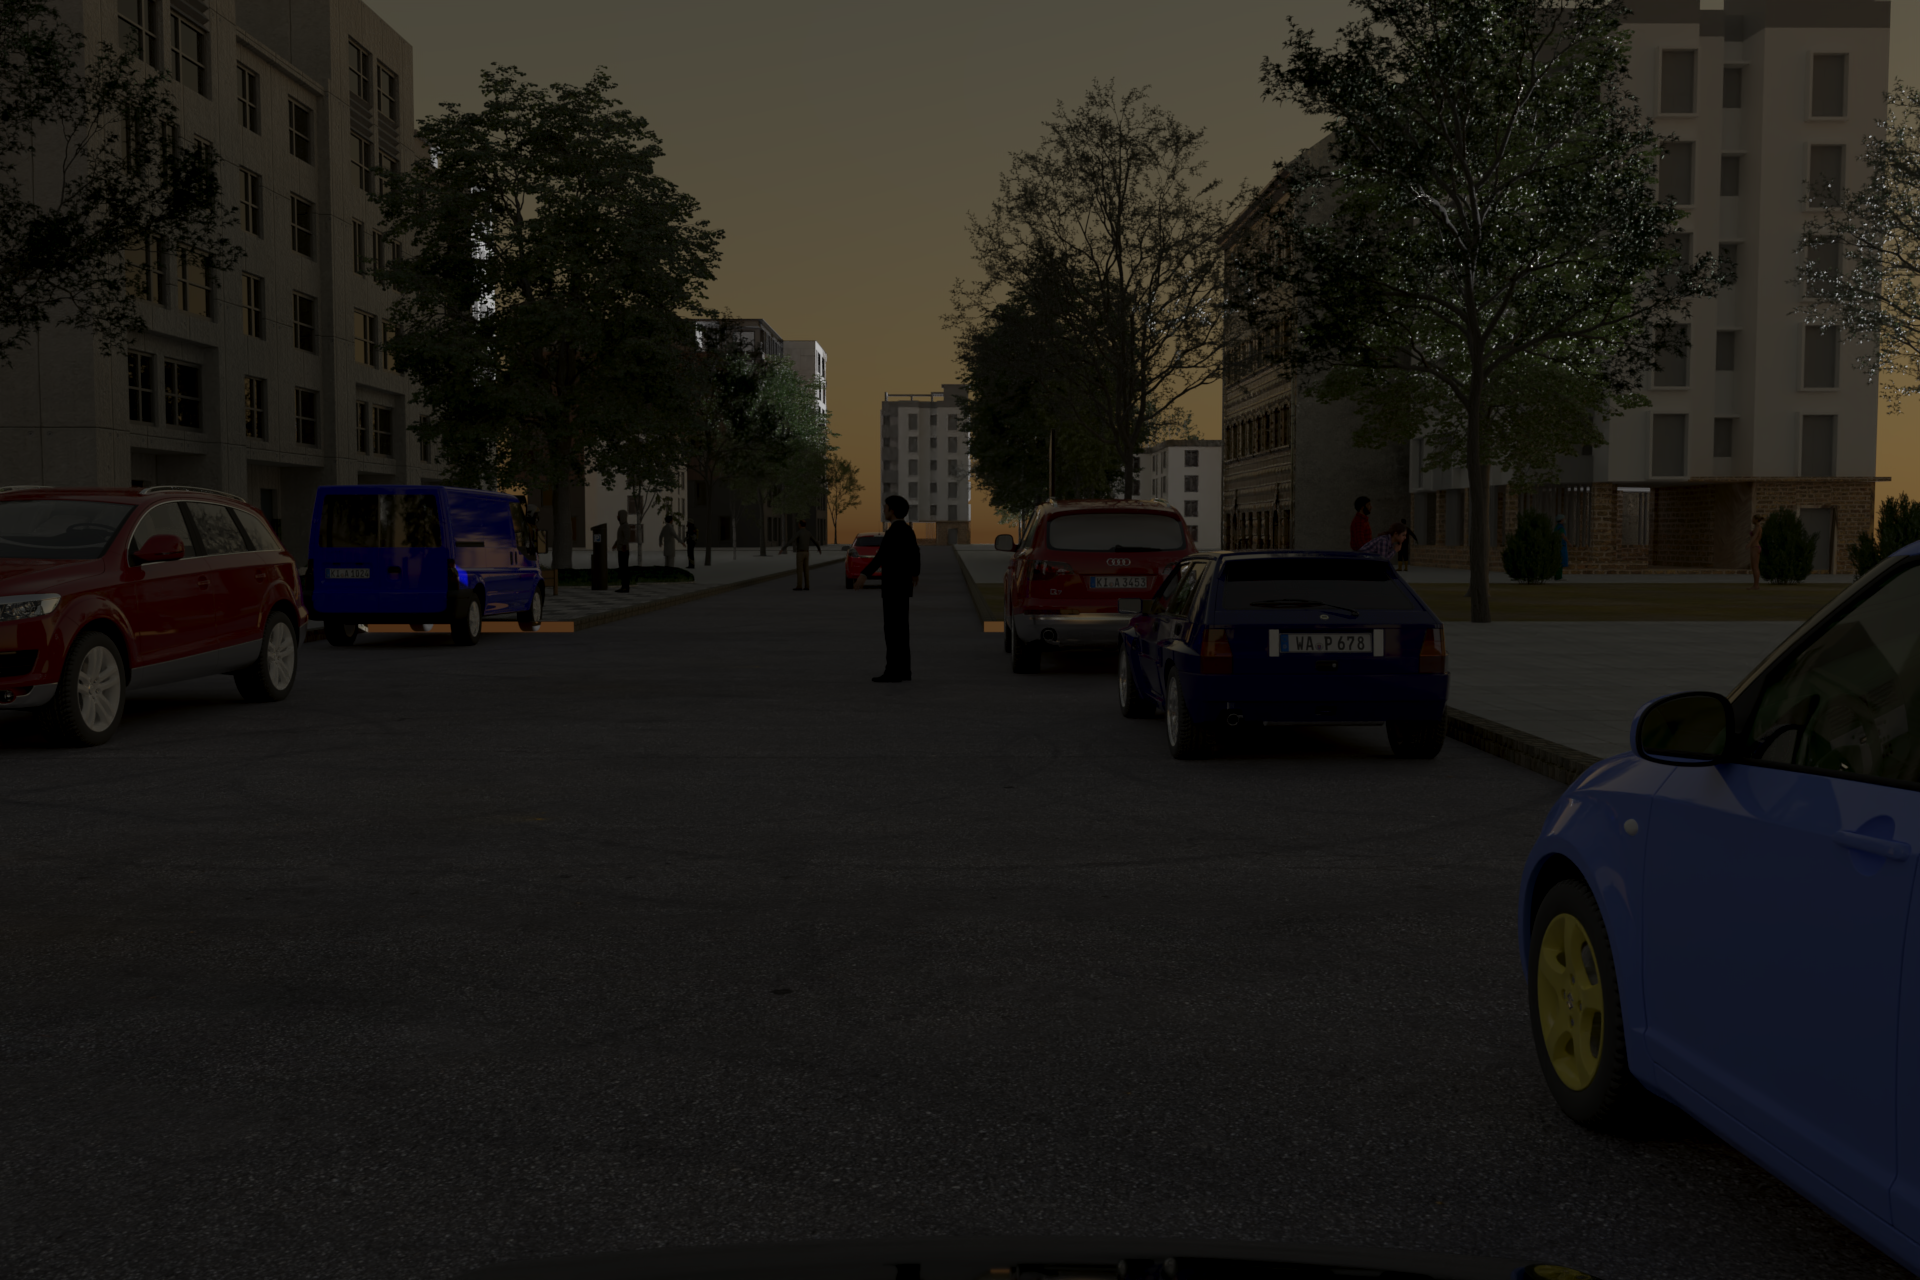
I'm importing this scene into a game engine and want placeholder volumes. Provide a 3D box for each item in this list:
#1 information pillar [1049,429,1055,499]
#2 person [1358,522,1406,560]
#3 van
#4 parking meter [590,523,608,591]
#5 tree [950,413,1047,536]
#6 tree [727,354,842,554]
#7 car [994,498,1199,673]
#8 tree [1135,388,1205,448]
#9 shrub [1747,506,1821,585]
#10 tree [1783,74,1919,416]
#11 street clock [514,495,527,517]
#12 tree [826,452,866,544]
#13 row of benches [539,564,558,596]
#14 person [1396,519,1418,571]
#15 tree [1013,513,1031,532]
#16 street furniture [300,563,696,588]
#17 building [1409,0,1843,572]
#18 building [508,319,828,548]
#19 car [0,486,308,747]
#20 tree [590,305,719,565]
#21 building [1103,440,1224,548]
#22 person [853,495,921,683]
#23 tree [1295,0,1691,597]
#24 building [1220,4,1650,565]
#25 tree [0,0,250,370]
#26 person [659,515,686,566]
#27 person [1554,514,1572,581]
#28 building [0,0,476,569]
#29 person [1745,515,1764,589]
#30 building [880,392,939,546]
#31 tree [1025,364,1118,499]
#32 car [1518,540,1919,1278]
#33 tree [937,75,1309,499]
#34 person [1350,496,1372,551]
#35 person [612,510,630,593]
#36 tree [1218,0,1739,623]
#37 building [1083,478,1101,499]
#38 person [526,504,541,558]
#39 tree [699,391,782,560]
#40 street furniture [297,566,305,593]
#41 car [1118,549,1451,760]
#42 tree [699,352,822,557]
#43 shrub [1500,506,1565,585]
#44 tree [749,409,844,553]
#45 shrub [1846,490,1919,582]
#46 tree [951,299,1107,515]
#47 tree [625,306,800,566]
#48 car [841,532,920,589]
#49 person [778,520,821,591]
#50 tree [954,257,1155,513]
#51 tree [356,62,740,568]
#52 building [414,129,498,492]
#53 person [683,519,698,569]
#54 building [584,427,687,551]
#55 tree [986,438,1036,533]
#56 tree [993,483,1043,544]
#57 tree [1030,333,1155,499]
[{"bbox_3d":[2.066,-2.903,38.823,0.183,3.616,0.504,0,4,-2],"label":"information pillar"},{"bbox_3d":[5.197,-0.753,21.584,0.697,1.427,0.421,1,4,17],"label":"person"},{"bbox_3d":[-7.162,-1.191,23.863,2.240,2.365,5.245,0,4,0],"label":"van"},{"bbox_3d":[-8.210,-1.895,39.401,0.372,1.533,0.369,0,3,0],"label":"parking meter"},{"bbox_3d":[4.807,-13.410,129.630,12.009,13.543,11.850,0,3,0],"label":"tree"},{"bbox_3d":[-11.288,-11.710,109.591,7.486,12.596,7.792,0,3,0],"label":"tree"},{"bbox_3d":[1.538,-0.652,19.339,2.281,1.827,5.304,0,3,0],"label":"car"},{"bbox_3d":[25.056,-22.275,220.083,12.611,20.169,13.585,0,3,0],"label":"tree"},{"bbox_3d":[20.881,-2.416,43.917,1.690,2.028,1.600,0,3,0],"label":"shrub"},{"bbox_3d":[22.599,-7.691,36.112,12.009,13.543,11.850,0,3,0],"label":"tree"},{"bbox_3d":[-8.194,-1.688,32.165,0.358,2.002,0.471,0,4,1],"label":"street clock"},{"bbox_3d":[-16.066,-18.072,221.229,9.928,11.665,9.643,0,3,0],"label":"tree"},{"bbox_3d":[-9.998,-1.326,37.144,4.104,0.672,1.422,3,5,42],"label":"row of benches"},{"bbox_3d":[15.269,-3.279,59.756,1.346,1.812,0.704,-1,4,-18],"label":"person"},{"bbox_3d":[7.976,-16.653,222.630,4.737,8.622,4.395,0,3,0],"label":"tree"},{"bbox_3d":[-11.626,-1.704,43.485,10.072,0.657,5.734,-1,4,-13],"label":"street furniture"},{"bbox_3d":[23.069,-12.908,67.474,16.016,20.090,11.380,0,4,-1],"label":"building"},{"bbox_3d":[-29.112,-20.599,180.770,27.936,21.610,32.646,0,4,0],"label":"building"},{"bbox_3d":[-6.811,-0.285,13.328,2.281,1.827,5.304,0,3,0],"label":"car"},{"bbox_3d":[-10.238,-6.466,56.076,4.737,8.622,4.395,0,3,0],"label":"tree"},{"bbox_3d":[19.201,-13.825,168.180,9.099,9.664,28.070,0,3,0],"label":"building"},{"bbox_3d":[-0.645,-0.501,16.842,0.705,1.806,1.347,1,4,22],"label":"person"},{"bbox_3d":[10.701,-7.176,35.462,7.486,12.596,7.792,0,3,0],"label":"tree"},{"bbox_3d":[22.966,-15.265,80.511,19.493,23.208,18.063,0,4,-1],"label":"building"},{"bbox_3d":[-13.537,-5.386,22.470,8.767,10.594,7.601,-1,4,-12],"label":"tree"},{"bbox_3d":[-8.168,-2.610,48.853,0.705,1.806,1.347,-3,5,-41],"label":"person"},{"bbox_3d":[16.410,-2.517,47.283,0.704,1.817,1.347,0,4,4],"label":"person"},{"bbox_3d":[-28.140,-11.519,54.787,16.747,18.905,31.486,0,4,0],"label":"building"},{"bbox_3d":[18.382,-2.043,40.204,0.721,1.733,1.217,2,4,32],"label":"person"},{"bbox_3d":[-9.874,-22.283,223.203,11.380,20.090,16.016,1,4,8],"label":"building"},{"bbox_3d":[5.367,-7.343,70.421,4.360,8.622,3.978,0,3,0],"label":"tree"},{"bbox_3d":[2.333,0.396,3.123,1.945,1.707,3.694,0,4,-2],"label":"car"},{"bbox_3d":[4.494,-8.322,46.440,12.009,13.543,11.850,0,3,0],"label":"tree"},{"bbox_3d":[5.698,-1.121,24.435,0.704,1.816,1.345,1,4,15],"label":"person"},{"bbox_3d":[-7.395,-1.943,37.900,0.705,1.813,1.348,-1,4,-21],"label":"person"},{"bbox_3d":[7.229,-5.535,24.907,7.601,10.594,8.767,1,4,10],"label":"tree"},{"bbox_3d":[17.639,-15.678,198.478,9.099,9.664,28.070,0,4,-1],"label":"building"},{"bbox_3d":[-8.314,-1.709,33.714,0.705,1.858,1.354,0,4,-1],"label":"person"},{"bbox_3d":[-11.381,-8.300,86.060,4.360,8.622,3.978,0,3,0],"label":"tree"},{"bbox_3d":[-17.251,-1.225,35.658,10.072,0.657,5.734,-1,4,-9],"label":"street furniture"},{"bbox_3d":[2.157,0.013,12.368,1.945,1.354,3.894,0,4,-2],"label":"car"},{"bbox_3d":[-11.462,-10.605,99.150,9.928,11.665,9.643,0,3,0],"label":"tree"},{"bbox_3d":[14.552,-2.424,44.052,1.690,2.028,1.600,0,3,0],"label":"shrub"},{"bbox_3d":[-11.750,-11.348,119.947,8.767,10.594,7.601,3,4,39],"label":"tree"},{"bbox_3d":[15.955,-1.527,29.382,1.690,2.028,1.600,0,3,0],"label":"shrub"},{"bbox_3d":[4.281,-11.361,92.401,9.857,13.997,8.962,0,3,0],"label":"tree"},{"bbox_3d":[-9.934,-8.301,70.138,7.601,10.594,8.767,-2,4,-30],"label":"tree"},{"bbox_3d":[-2.149,-2.310,46.802,2.155,1.783,4.494,0,4,-1],"label":"car"},{"bbox_3d":[-4.015,-2.156,43.986,1.348,1.796,0.705,-3,5,-43],"label":"person"},{"bbox_3d":[4.505,-10.533,78.865,9.857,13.997,8.962,0,3,0],"label":"tree"},{"bbox_3d":[-10.786,-8.531,46.137,9.857,13.997,8.962,0,3,0],"label":"tree"},{"bbox_3d":[-30.377,-13.818,82.349,16.016,20.090,11.380,0,4,0],"label":"building"},{"bbox_3d":[-10.006,-3.572,64.185,0.705,1.856,1.354,-2,4,-25],"label":"person"},{"bbox_3d":[-27.897,-12.658,149.104,9.099,9.664,28.070,0,4,-1],"label":"building"},{"bbox_3d":[4.185,-9.627,107.771,4.360,8.622,3.978,0,3,0],"label":"tree"},{"bbox_3d":[7.858,-18.209,215.837,7.486,12.596,7.792,0,3,0],"label":"tree"},{"bbox_3d":[4.515,-6.813,61.757,4.737,8.622,4.395,0,3,0],"label":"tree"}]
